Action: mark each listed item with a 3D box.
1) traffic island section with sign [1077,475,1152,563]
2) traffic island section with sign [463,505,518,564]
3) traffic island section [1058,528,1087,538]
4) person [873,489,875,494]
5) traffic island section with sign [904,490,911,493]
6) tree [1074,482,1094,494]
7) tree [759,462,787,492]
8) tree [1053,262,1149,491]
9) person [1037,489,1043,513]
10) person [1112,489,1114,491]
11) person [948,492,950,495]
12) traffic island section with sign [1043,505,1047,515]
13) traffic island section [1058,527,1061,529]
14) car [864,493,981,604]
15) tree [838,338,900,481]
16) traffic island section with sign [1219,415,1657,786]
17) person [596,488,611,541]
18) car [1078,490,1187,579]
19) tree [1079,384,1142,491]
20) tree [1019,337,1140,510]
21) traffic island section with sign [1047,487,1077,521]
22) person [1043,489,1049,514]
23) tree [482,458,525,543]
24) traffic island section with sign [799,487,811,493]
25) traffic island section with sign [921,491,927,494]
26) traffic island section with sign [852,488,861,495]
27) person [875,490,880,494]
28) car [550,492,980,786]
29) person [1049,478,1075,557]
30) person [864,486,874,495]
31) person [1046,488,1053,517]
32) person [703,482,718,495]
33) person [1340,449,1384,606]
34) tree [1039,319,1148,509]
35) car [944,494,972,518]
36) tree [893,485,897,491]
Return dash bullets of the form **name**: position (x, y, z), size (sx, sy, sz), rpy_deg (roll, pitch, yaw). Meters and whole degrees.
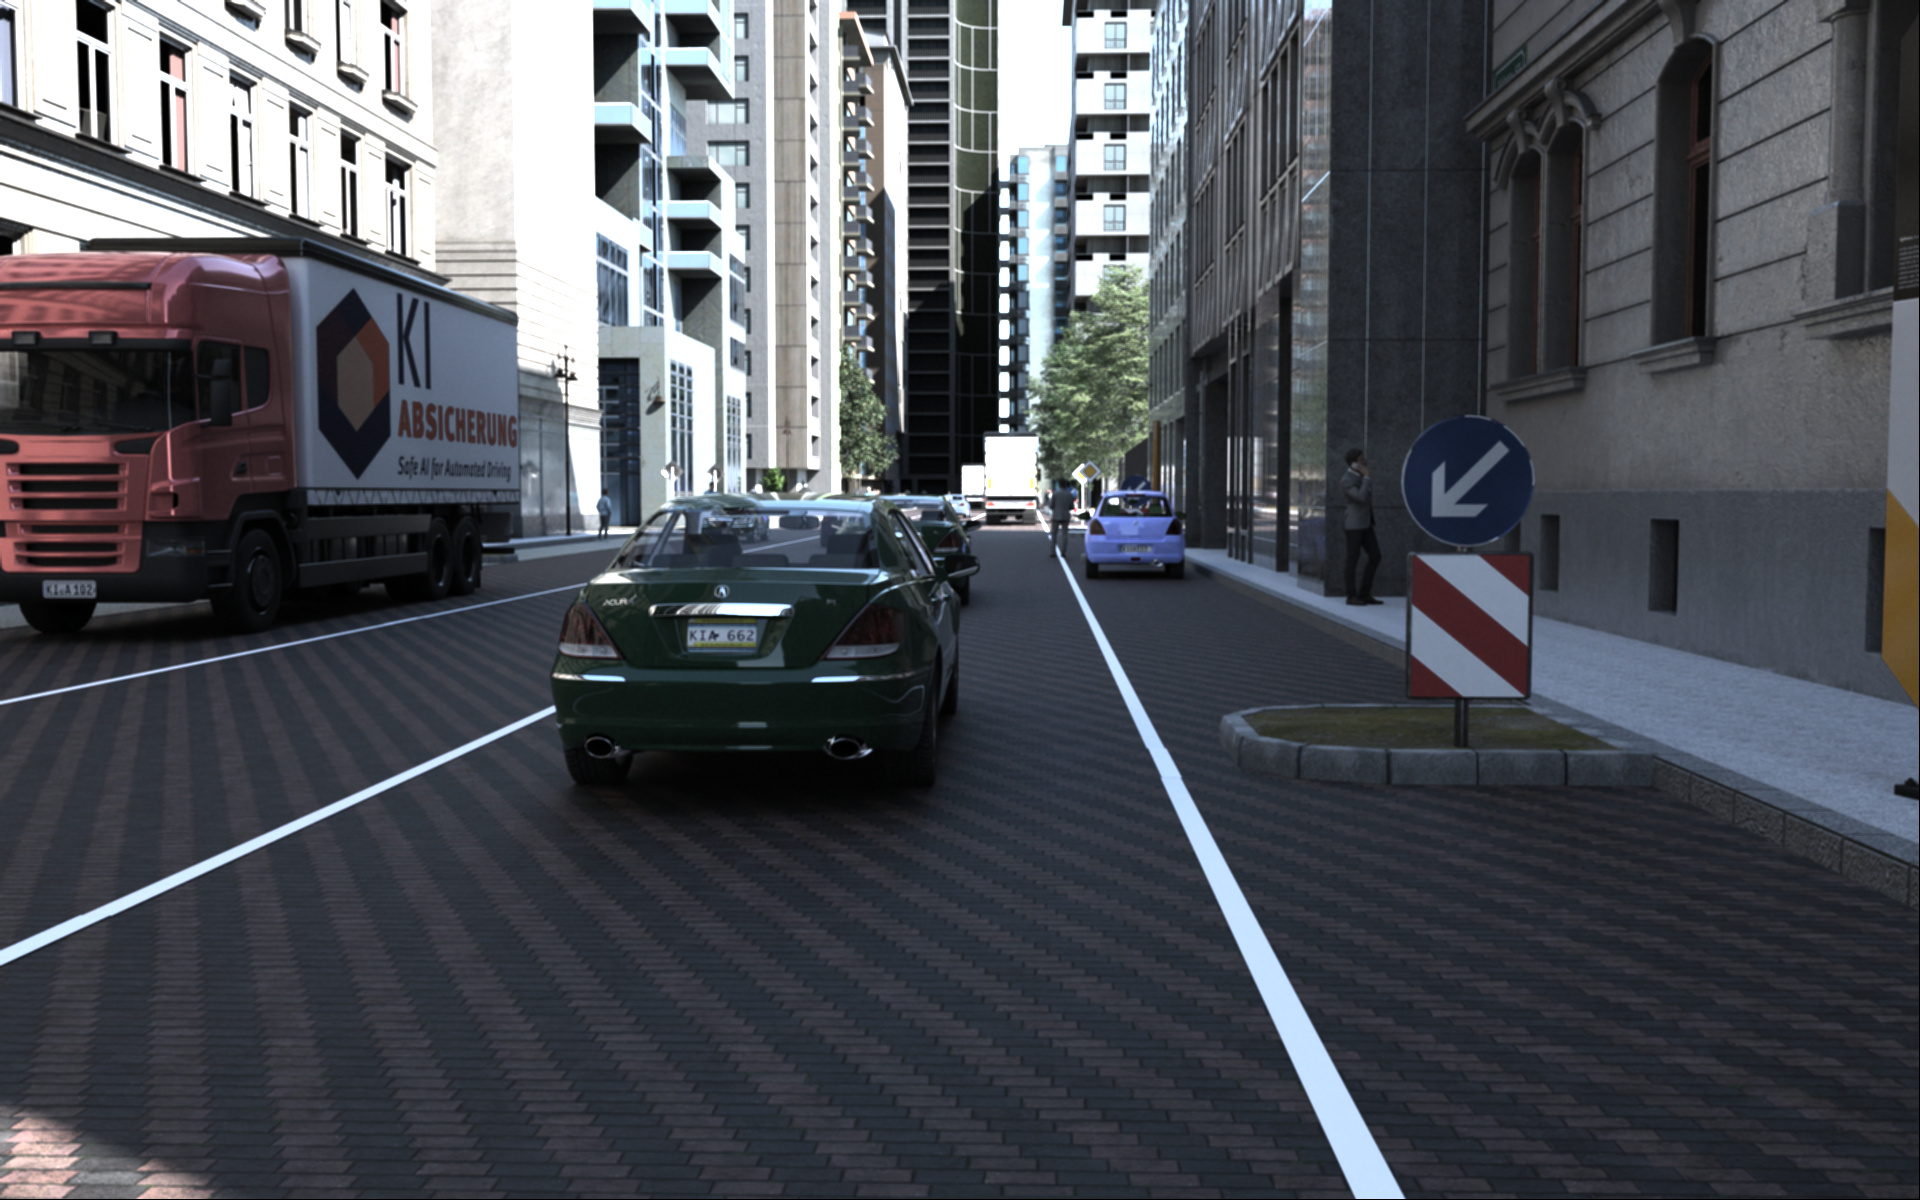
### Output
- **traffic island section with sign**: position (3.549, -1.699, 36.410), size (1.989, 1.847, 2.006), rpy_deg (0, 4, 2)
- **traffic island section with sign**: position (-10.395, -1.692, 36.300), size (1.989, 1.847, 2.006), rpy_deg (0, 4, 2)
- **traffic island section**: position (4.416, -2.211, 58.429), size (2.009, 0.180, 2.903), rpy_deg (0, 4, 2)
- **person**: position (-7.838, -9.196, 157.336), size (0.756, 1.711, 0.436), rpy_deg (-1, 4, -19)
- **traffic island section with sign**: position (-5.087, -9.799, 168.835), size (1.989, 1.847, 2.006), rpy_deg (0, 4, 2)
- **tree**: position (10.292, -9.231, 145.524), size (1.663, 3.219, 1.824), rpy_deg (0, 3, 0)
- **tree**: position (-11.196, -6.633, 103.055), size (1.663, 3.219, 1.824), rpy_deg (0, 3, 0)
- **tree**: position (8.388, -10.220, 85.227), size (7.486, 12.596, 7.792), rpy_deg (0, 3, 0)
- **person**: position (6.012, -7.465, 130.650), size (0.767, 1.812, 0.694), rpy_deg (0, 4, -8)
- **person**: position (13.434, -8.903, 152.130), size (1.217, 1.766, 0.721), rpy_deg (1, 4, 12)
- **person**: position (-0.884, -7.737, 136.803), size (0.589, 1.601, 0.330), rpy_deg (1, 4, 19)
- **traffic island section with sign**: position (6.834, -6.729, 118.653), size (1.989, 1.847, 2.006), rpy_deg (0, 4, 2)
- **traffic island section**: position (4.735, -2.699, 66.407), size (2.009, 0.180, 2.903), rpy_deg (0, 4, 2)
- **car**: position (-0.768, -0.741, 23.908), size (2.131, 1.459, 4.920), rpy_deg (0, 4, 0)
- **tree**: position (-9.308, -12.775, 125.875), size (9.611, 12.733, 9.660), rpy_deg (0, 3, 0)
- **traffic island section with sign**: position (2.474, -0.052, 9.477), size (1.989, 1.847, 2.006), rpy_deg (0, 4, 2)
- **person**: position (-10.678, -2.555, 52.090), size (0.589, 1.601, 0.330), rpy_deg (3, 5, 42)
- **car**: position (3.058, -1.289, 30.663), size (1.945, 1.707, 3.694), rpy_deg (0, 4, 4)
- **tree**: position (9.472, -9.751, 109.788), size (4.360, 8.622, 3.978), rpy_deg (0, 3, 0)
- **tree**: position (9.773, -14.099, 137.168), size (9.857, 13.997, 8.962), rpy_deg (0, 3, 0)
- **traffic island section with sign**: position (5.742, -5.065, 91.440), size (1.989, 1.847, 2.006), rpy_deg (0, 4, 2)
- **person**: position (6.209, -7.120, 125.128), size (0.699, 1.804, 1.509), rpy_deg (1, 4, 17)
- **tree**: position (-13.047, -3.275, 48.140), size (1.663, 3.219, 1.824), rpy_deg (0, 3, 0)
- **traffic island section with sign**: position (-8.185, -5.077, 91.638), size (1.989, 1.847, 2.006), rpy_deg (0, 4, 2)
- **traffic island section with sign**: position (-4.020, -11.446, 195.769), size (1.989, 1.847, 2.006), rpy_deg (0, 4, 2)
- **traffic island section with sign**: position (-7.087, -6.753, 119.032), size (1.989, 1.847, 2.006), rpy_deg (0, 4, 2)
- **person**: position (-3.504, -3.908, 74.199), size (0.330, 1.601, 0.589), rpy_deg (-1, 4, -22)
- **car**: position (-0.967, 0.113, 9.956), size (2.131, 1.459, 4.920), rpy_deg (0, 4, 2)
- **person**: position (2.279, -1.874, 39.343), size (0.606, 1.804, 0.583), rpy_deg (-1, 4, -14)
- **person**: position (-4.226, -4.462, 81.473), size (0.660, 1.820, 0.620), rpy_deg (0, 4, -1)
- **person**: position (5.593, -5.971, 106.467), size (0.623, 1.781, 0.721), rpy_deg (0, 4, -4)
- **person**: position (-8.360, -3.058, 58.356), size (0.638, 1.841, 0.748), rpy_deg (0, 4, 6)
- **person**: position (4.641, -0.843, 20.009), size (0.592, 1.802, 0.473), rpy_deg (-3, 5, -40)
- **tree**: position (8.643, -10.722, 101.064), size (9.928, 11.665, 9.643), rpy_deg (0, 3, 0)
- **car**: position (-0.336, -5.621, 103.901), size (2.014, 1.417, 4.499), rpy_deg (0, 4, 4)
- **tree**: position (-7.876, -11.891, 189.012), size (1.663, 3.219, 1.824), rpy_deg (0, 3, 0)
